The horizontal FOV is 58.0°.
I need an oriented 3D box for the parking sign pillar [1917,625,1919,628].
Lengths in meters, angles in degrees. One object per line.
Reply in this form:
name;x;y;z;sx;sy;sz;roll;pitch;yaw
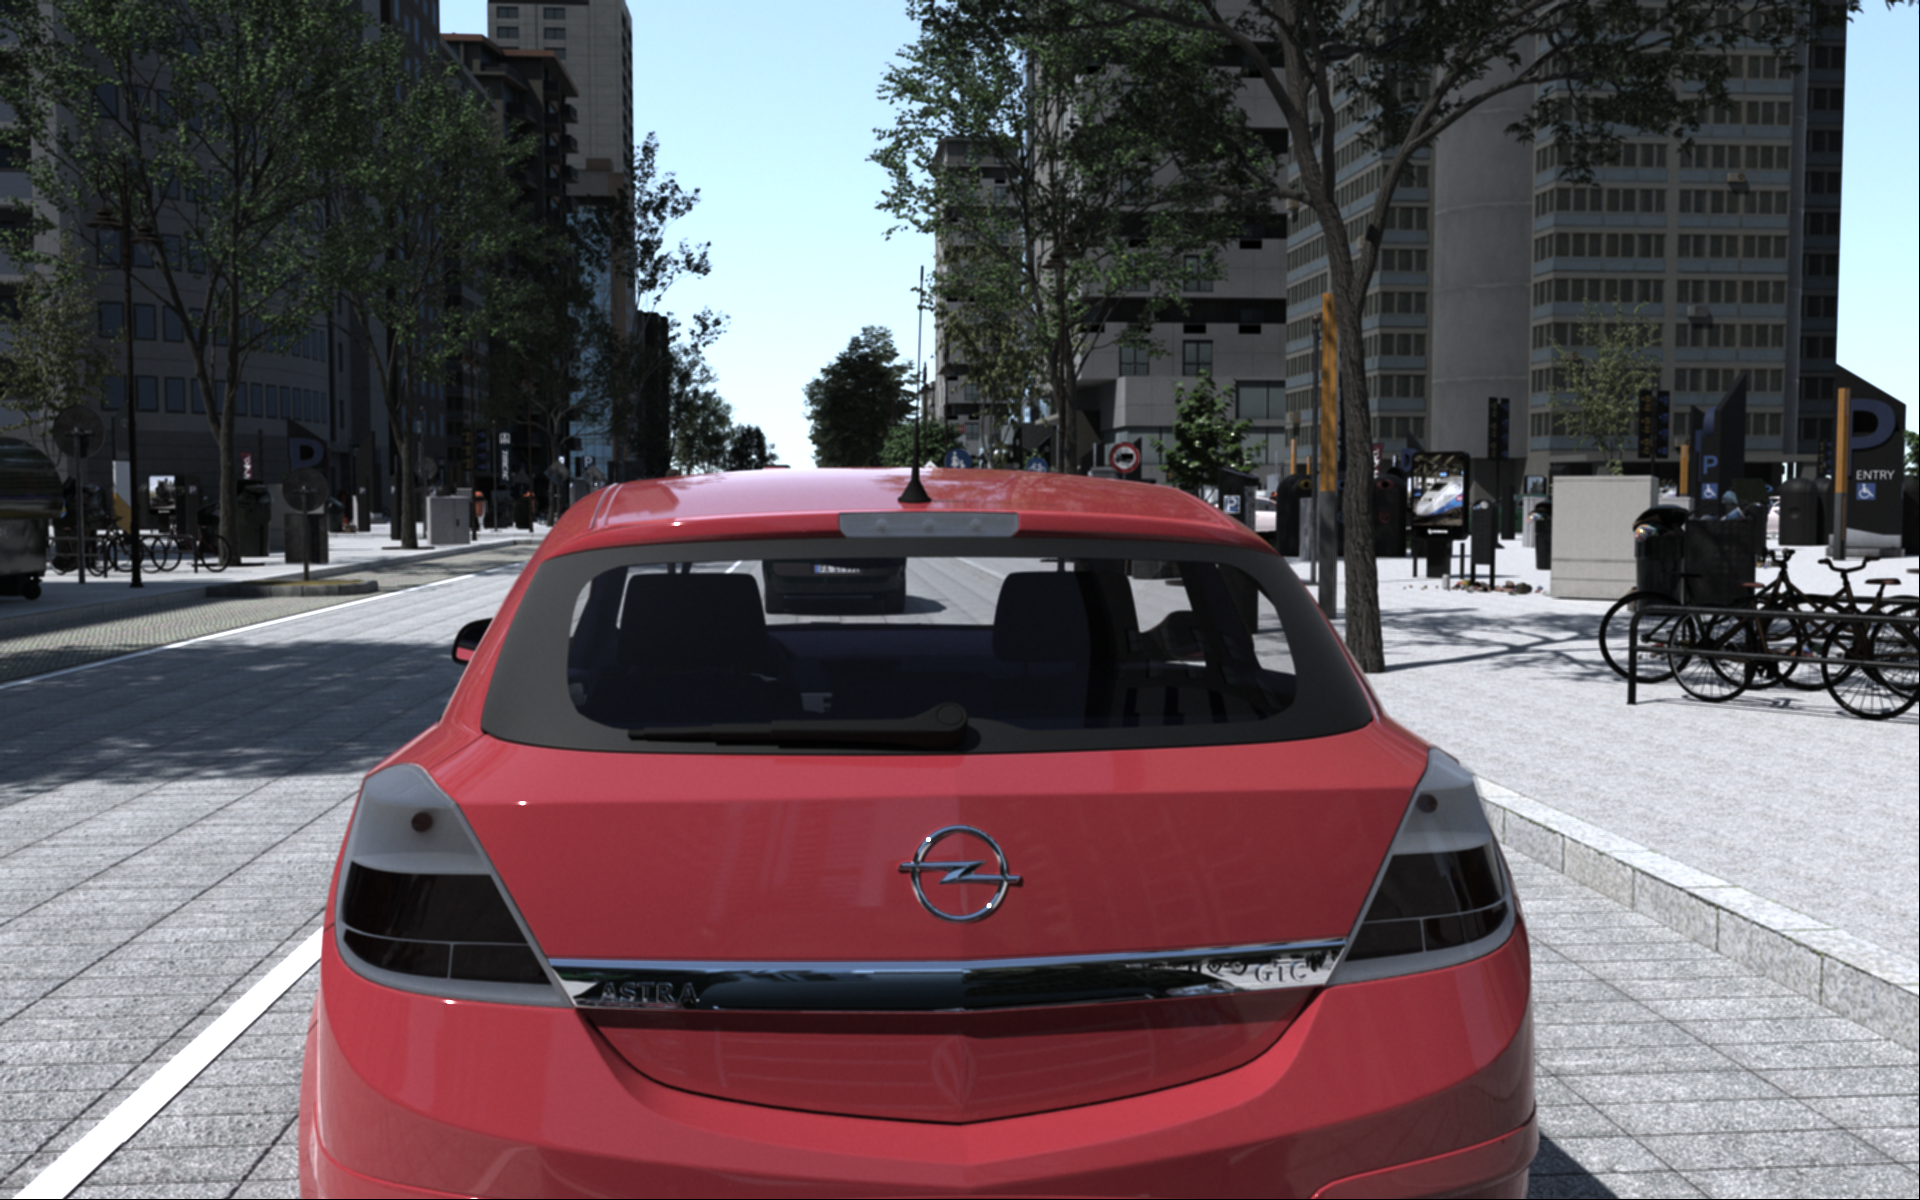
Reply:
parking sign pillar;9.847;-1.697;16.223;1.447;3.967;1.447;-3;5;-45

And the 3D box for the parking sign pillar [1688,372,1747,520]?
parking sign pillar;16.768;-3.033;38.068;1.447;3.967;1.447;-3;5;-43

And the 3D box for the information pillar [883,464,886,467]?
information pillar;-5.357;-8.095;123.709;0.183;3.616;0.504;-3;5;-41

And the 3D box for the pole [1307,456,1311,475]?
pole;18.665;-6.046;92.702;0.158;3.312;0.155;0;3;0

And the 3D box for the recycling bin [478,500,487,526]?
recycling bin;-19.662;-3.545;70.513;0.722;1.027;0.722;0;4;-7

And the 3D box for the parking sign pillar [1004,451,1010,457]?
parking sign pillar;2.430;-7.218;106.480;1.447;3.967;1.447;0;4;-6

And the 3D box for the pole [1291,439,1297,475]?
pole;12.337;-4.298;64.108;0.158;3.312;0.155;0;3;0

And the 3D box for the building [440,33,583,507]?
building;-49.000;-31.402;168.049;22.147;44.769;28.867;0;4;-5

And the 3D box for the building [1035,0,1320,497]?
building;20.171;-32.546;121.371;28.713;52.752;27.495;0;4;-5

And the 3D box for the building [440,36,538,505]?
building;-52.220;-27.496;141.443;32.217;40.220;23.993;0;4;-5

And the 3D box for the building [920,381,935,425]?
building;8.199;-26.605;280.035;27.650;21.520;28.899;0;4;-5

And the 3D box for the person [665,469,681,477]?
person;-4.107;-1.023;25.402;0.473;1.802;0.592;2;4;28

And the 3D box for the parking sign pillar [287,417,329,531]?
parking sign pillar;-22.699;-4.394;60.320;1.447;3.967;1.447;-2;4;-25

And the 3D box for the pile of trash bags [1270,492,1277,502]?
pile of trash bags;12.721;-3.846;72.635;1.912;1.369;3.447;-1;4;-14

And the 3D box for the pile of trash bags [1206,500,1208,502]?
pile of trash bags;9.446;-3.222;62.435;1.912;1.369;3.447;0;3;0

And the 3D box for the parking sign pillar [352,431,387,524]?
parking sign pillar;-25.450;-5.264;74.532;1.447;3.967;1.447;3;4;39

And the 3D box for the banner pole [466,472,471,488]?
banner pole;-21.672;-5.281;76.363;0.401;3.779;0.863;0;4;-1

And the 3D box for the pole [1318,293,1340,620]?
pole;3.772;-1.458;17.690;0.158;3.312;0.155;0;3;0

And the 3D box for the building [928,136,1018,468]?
building;10.635;-40.458;250.726;28.713;52.752;27.495;0;4;-5

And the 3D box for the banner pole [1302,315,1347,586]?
banner pole;5.177;-2.106;24.442;0.863;3.779;0.401;-2;4;-32

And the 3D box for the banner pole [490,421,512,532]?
banner pole;-15.636;-4.221;59.030;0.863;3.779;0.401;1;4;14

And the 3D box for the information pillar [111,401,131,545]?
information pillar;-21.031;-3.189;43.492;0.183;3.616;0.504;1;4;22

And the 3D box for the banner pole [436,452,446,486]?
banner pole;-30.973;-6.917;103.114;0.401;3.779;0.863;3;5;40

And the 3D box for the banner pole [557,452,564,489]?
banner pole;-23.797;-6.909;102.972;0.401;3.779;0.863;2;4;28

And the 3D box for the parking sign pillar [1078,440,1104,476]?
parking sign pillar;6.510;-5.965;86.005;1.447;3.967;1.447;-2;4;-24

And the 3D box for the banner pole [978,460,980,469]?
banner pole;1.622;-8.427;127.790;0.863;3.779;0.401;1;4;20

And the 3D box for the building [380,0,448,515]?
building;-41.761;-28.197;111.131;14.600;45.320;14.200;0;4;-5

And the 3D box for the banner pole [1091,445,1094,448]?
banner pole;7.022;-6.055;89.013;0.863;3.779;0.401;2;4;28

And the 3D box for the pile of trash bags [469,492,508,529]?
pile of trash bags;-17.862;-3.358;64.651;1.912;1.369;3.447;-1;4;-12

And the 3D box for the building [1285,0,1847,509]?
building;31.086;-24.345;89.930;23.993;40.220;32.217;0;4;-5

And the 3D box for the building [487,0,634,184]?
building;-55.669;-49.706;250.949;20.563;71.187;20.611;0;4;-5

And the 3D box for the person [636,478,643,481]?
person;-7.040;-1.774;37.859;0.623;1.781;0.721;-2;4;-28

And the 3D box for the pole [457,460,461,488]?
pole;-30.398;-6.807;105.133;0.158;3.312;0.155;0;3;0

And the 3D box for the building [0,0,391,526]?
building;-41.527;-32.997;81.493;21.231;58.520;28.212;0;4;-5

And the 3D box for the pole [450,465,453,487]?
pole;-35.463;-7.767;120.833;0.158;3.312;0.155;0;3;0

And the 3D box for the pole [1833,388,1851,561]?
pole;17.001;-2.419;33.391;0.158;3.312;0.155;0;3;0

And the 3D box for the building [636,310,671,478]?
building;-52.887;-30.488;270.172;14.160;30.474;14.107;0;4;-5

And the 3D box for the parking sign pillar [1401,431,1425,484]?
parking sign pillar;19.231;-5.206;73.598;1.447;3.967;1.447;-1;4;-14

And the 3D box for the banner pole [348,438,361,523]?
banner pole;-27.162;-5.366;77.746;0.863;3.779;0.401;1;4;21

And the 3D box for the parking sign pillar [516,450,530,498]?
parking sign pillar;-26.725;-7.194;106.086;1.447;3.967;1.447;-3;4;-38

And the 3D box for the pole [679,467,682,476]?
pole;-20.912;-8.310;129.704;0.158;3.312;0.155;0;3;0

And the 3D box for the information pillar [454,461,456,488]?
information pillar;-36.202;-8.126;124.219;0.183;3.616;0.504;-1;4;-13

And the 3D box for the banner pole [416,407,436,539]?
banner pole;-15.377;-3.634;49.440;0.401;3.779;0.863;0;4;-2

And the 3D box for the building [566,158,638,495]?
building;-51.458;-35.731;234.311;14.600;45.320;14.200;0;4;-5

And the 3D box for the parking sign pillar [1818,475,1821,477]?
parking sign pillar;60.254;-8.168;122.013;1.447;3.967;1.447;2;4;30

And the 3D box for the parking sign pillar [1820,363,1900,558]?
parking sign pillar;18.528;-2.867;35.351;1.447;3.967;1.447;2;4;33

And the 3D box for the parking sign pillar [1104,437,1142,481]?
parking sign pillar;7.932;-5.716;81.926;1.447;3.967;1.447;-2;4;-29

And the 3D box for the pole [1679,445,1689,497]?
pole;29.982;-4.773;71.884;0.158;3.312;0.155;0;3;0

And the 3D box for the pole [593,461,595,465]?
pole;-22.426;-6.854;105.900;0.158;3.312;0.155;0;3;0

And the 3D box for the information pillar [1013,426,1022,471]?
information pillar;1.984;-4.182;59.735;0.183;3.616;0.504;-2;4;-29

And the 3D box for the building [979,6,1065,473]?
building;14.567;-53.079;180.517;22.319;86.520;31.000;0;4;-5

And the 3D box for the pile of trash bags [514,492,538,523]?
pile of trash bags;-20.133;-4.228;78.885;1.912;1.369;3.447;-3;4;-36
